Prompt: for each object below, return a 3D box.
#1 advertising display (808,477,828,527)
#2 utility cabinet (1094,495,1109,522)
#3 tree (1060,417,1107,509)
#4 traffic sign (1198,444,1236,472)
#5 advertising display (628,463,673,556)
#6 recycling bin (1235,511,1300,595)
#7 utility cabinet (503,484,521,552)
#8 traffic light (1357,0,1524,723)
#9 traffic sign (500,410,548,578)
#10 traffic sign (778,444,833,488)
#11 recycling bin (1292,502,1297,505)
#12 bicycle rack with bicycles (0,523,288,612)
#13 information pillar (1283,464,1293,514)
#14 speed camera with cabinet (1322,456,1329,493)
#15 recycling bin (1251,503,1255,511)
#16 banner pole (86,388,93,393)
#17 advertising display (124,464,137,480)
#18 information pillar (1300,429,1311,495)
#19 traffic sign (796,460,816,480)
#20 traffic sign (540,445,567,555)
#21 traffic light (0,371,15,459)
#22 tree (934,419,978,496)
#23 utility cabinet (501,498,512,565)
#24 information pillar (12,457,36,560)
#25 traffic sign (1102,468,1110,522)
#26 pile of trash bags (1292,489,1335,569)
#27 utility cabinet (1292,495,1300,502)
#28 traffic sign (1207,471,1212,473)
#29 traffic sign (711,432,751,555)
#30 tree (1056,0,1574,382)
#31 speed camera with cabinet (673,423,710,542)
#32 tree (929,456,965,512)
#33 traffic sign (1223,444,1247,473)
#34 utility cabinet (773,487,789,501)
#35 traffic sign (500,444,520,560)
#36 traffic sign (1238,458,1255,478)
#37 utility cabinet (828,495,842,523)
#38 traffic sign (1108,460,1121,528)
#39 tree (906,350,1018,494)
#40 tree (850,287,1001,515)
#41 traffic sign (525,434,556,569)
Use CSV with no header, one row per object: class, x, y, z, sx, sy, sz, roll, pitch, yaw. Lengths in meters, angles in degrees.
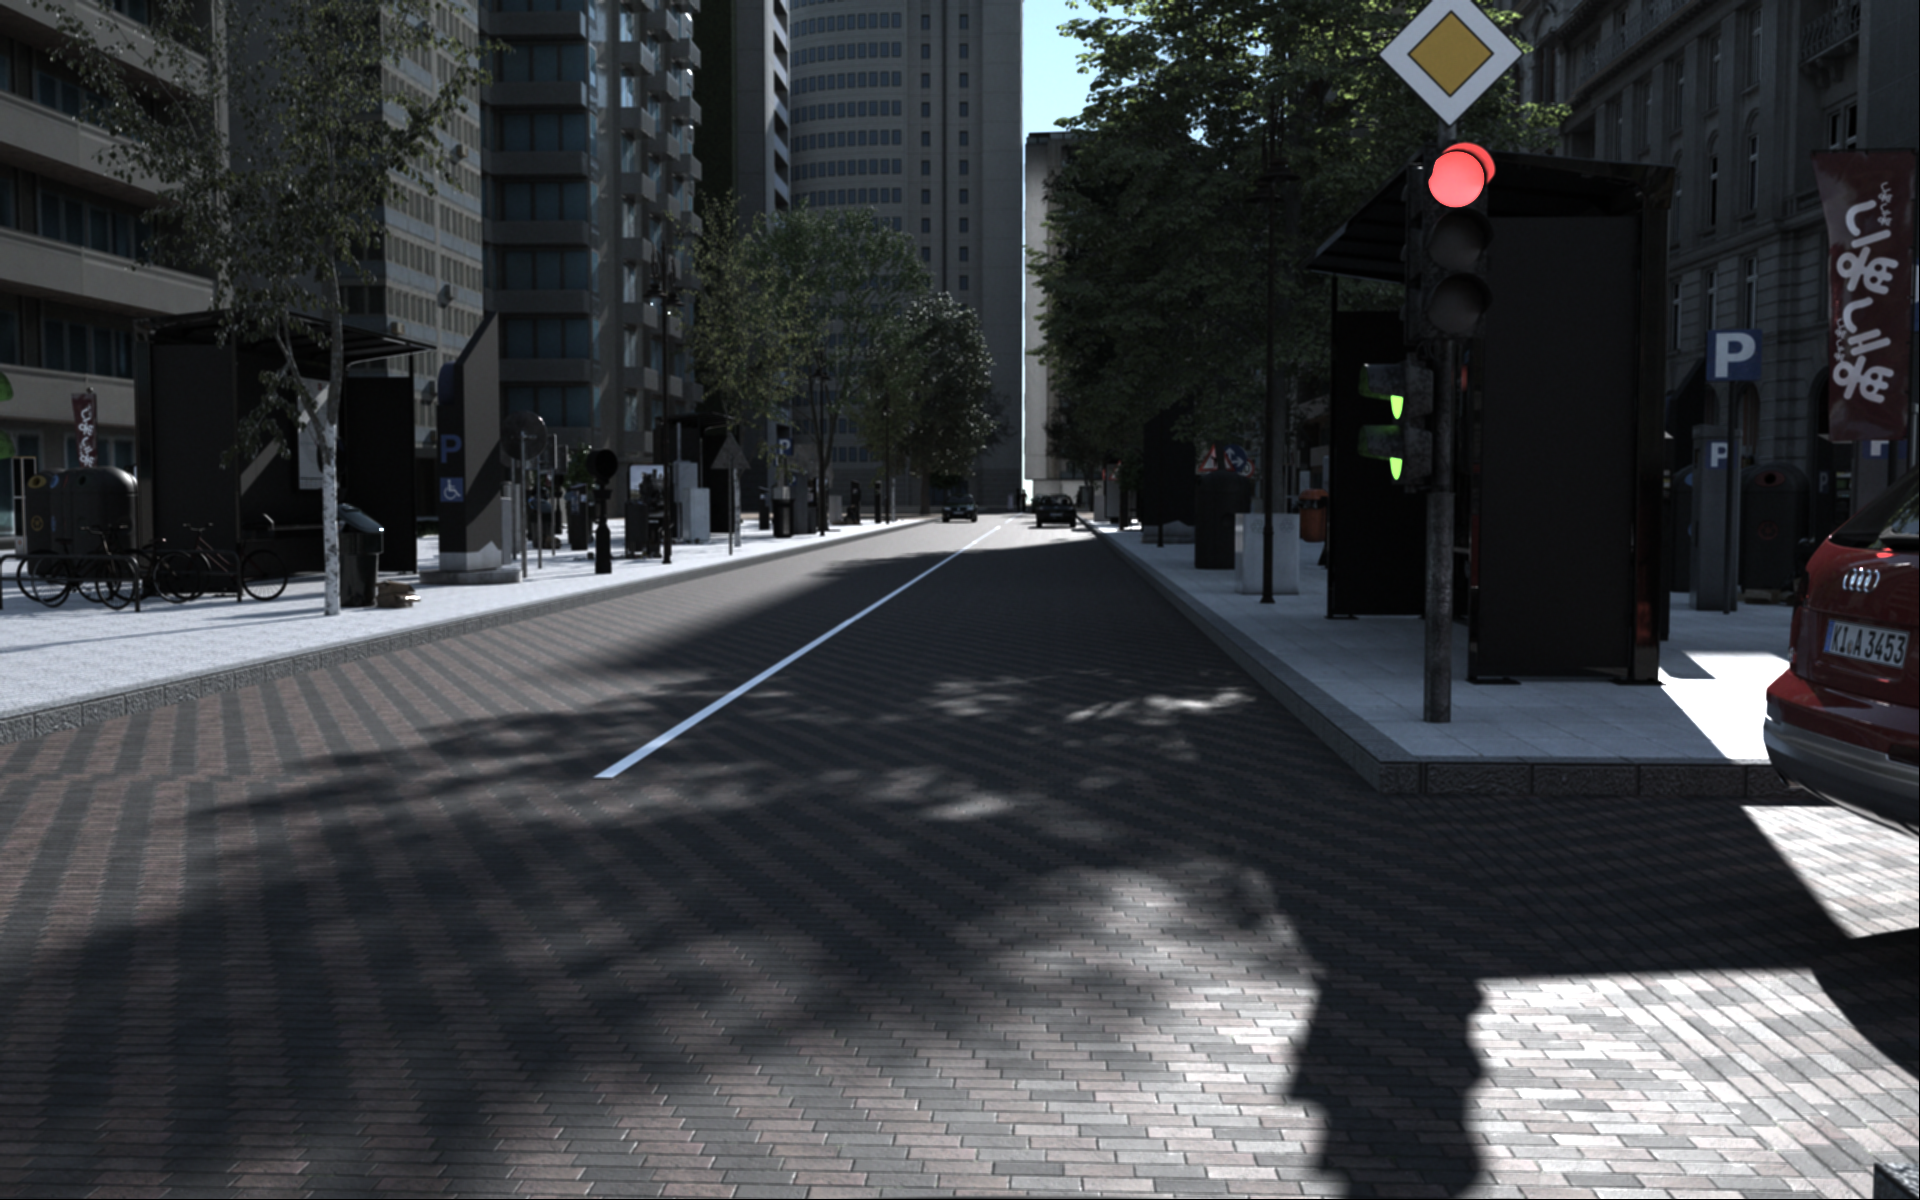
advertising display,-5.693,-3.785,67.106,0.974,1.923,0.123,0,4,1
utility cabinet,6.689,-4.211,80.009,1.020,1.237,0.306,2,4,35
tree,10.633,-11.998,146.524,4.737,8.622,4.395,0,3,0
traffic sign,6.052,-2.499,40.859,0.884,2.594,0.081,0,4,7
advertising display,-6.427,-1.883,35.999,0.974,1.923,0.123,1,4,16
recycling bin,3.962,-0.600,22.369,0.722,1.027,0.722,0,4,0
utility cabinet,-9.866,-1.801,38.127,0.318,1.500,1.173,-1,4,-18
traffic light,2.673,-1.268,9.658,0.839,4.253,0.868,0,4,3
traffic sign,-6.667,-1.610,26.428,0.768,2.556,0.104,0,4,7
traffic sign,-6.347,-4.712,70.911,2.265,3.308,0.079,0,4,4
recycling bin,10.345,-2.560,54.403,0.722,1.027,0.722,3,5,44
bicycle rack with bicycles,-9.732,-0.407,20.034,2.925,0.926,2.852,1,4,14
information pillar,7.827,-2.286,41.872,0.304,2.012,0.304,3,4,38
speed camera with cabinet,9.361,-2.890,41.587,0.660,3.252,2.038,-1,4,-11
recycling bin,7.918,-2.256,49.433,0.722,1.027,0.722,-2,4,-29
banner pole,-20.450,-3.096,40.631,0.401,3.779,0.863,0,4,-8
advertising display,-18.484,-2.062,38.926,0.974,1.923,0.123,3,5,39
information pillar,12.320,-4.316,61.918,0.183,3.616,0.504,-2,4,-29
traffic sign,-5.785,-3.981,65.194,0.768,2.556,0.104,0,4,5
traffic sign,-8.479,-2.077,36.082,0.606,2.300,0.079,0,4,4
traffic light,-6.027,-1.295,10.097,0.839,4.253,0.868,0,4,3
tree,-0.662,-11.057,131.138,4.360,8.622,3.978,0,3,0
utility cabinet,-8.660,-1.246,31.526,1.020,1.237,0.306,2,4,23
information pillar,-18.365,-1.807,34.037,0.304,2.012,0.304,2,4,28
traffic sign,6.795,-4.776,78.193,0.768,2.556,0.104,0,4,6
pile of trash bags,7.186,-1.287,30.796,3.447,1.369,1.912,-3,5,-41
utility cabinet,15.236,-4.106,78.294,1.020,1.237,0.306,0,4,1
traffic sign,10.228,-4.203,69.900,0.795,2.450,0.064,0,4,4
traffic sign,-4.827,-2.226,36.392,0.884,2.594,0.081,1,4,13
tree,5.123,-6.579,25.688,7.486,12.596,7.792,0,3,0
speed camera with cabinet,-7.354,-3.248,47.442,0.660,3.252,2.038,-1,4,-21
tree,-1.116,-8.645,125.063,4.285,4.588,4.351,0,3,0
traffic sign,6.960,-2.707,44.357,0.768,2.556,0.104,0,4,7
utility cabinet,-5.403,-2.669,52.316,0.318,1.500,1.173,0,4,4
traffic sign,-8.699,-2.057,33.739,0.768,2.556,0.104,1,4,9
traffic sign,9.794,-3.652,59.822,0.768,2.556,0.104,0,4,7
utility cabinet,-5.553,-4.036,77.151,0.306,1.237,1.020,-2,4,-23
traffic sign,6.058,-4.016,65.663,0.884,2.594,0.081,1,4,10
tree,0.026,-14.474,147.022,12.009,13.543,11.850,0,3,0
tree,-2.100,-12.277,107.382,9.857,13.997,8.962,0,3,0
traffic sign,-7.223,-1.688,29.733,0.606,2.300,0.079,1,4,12
